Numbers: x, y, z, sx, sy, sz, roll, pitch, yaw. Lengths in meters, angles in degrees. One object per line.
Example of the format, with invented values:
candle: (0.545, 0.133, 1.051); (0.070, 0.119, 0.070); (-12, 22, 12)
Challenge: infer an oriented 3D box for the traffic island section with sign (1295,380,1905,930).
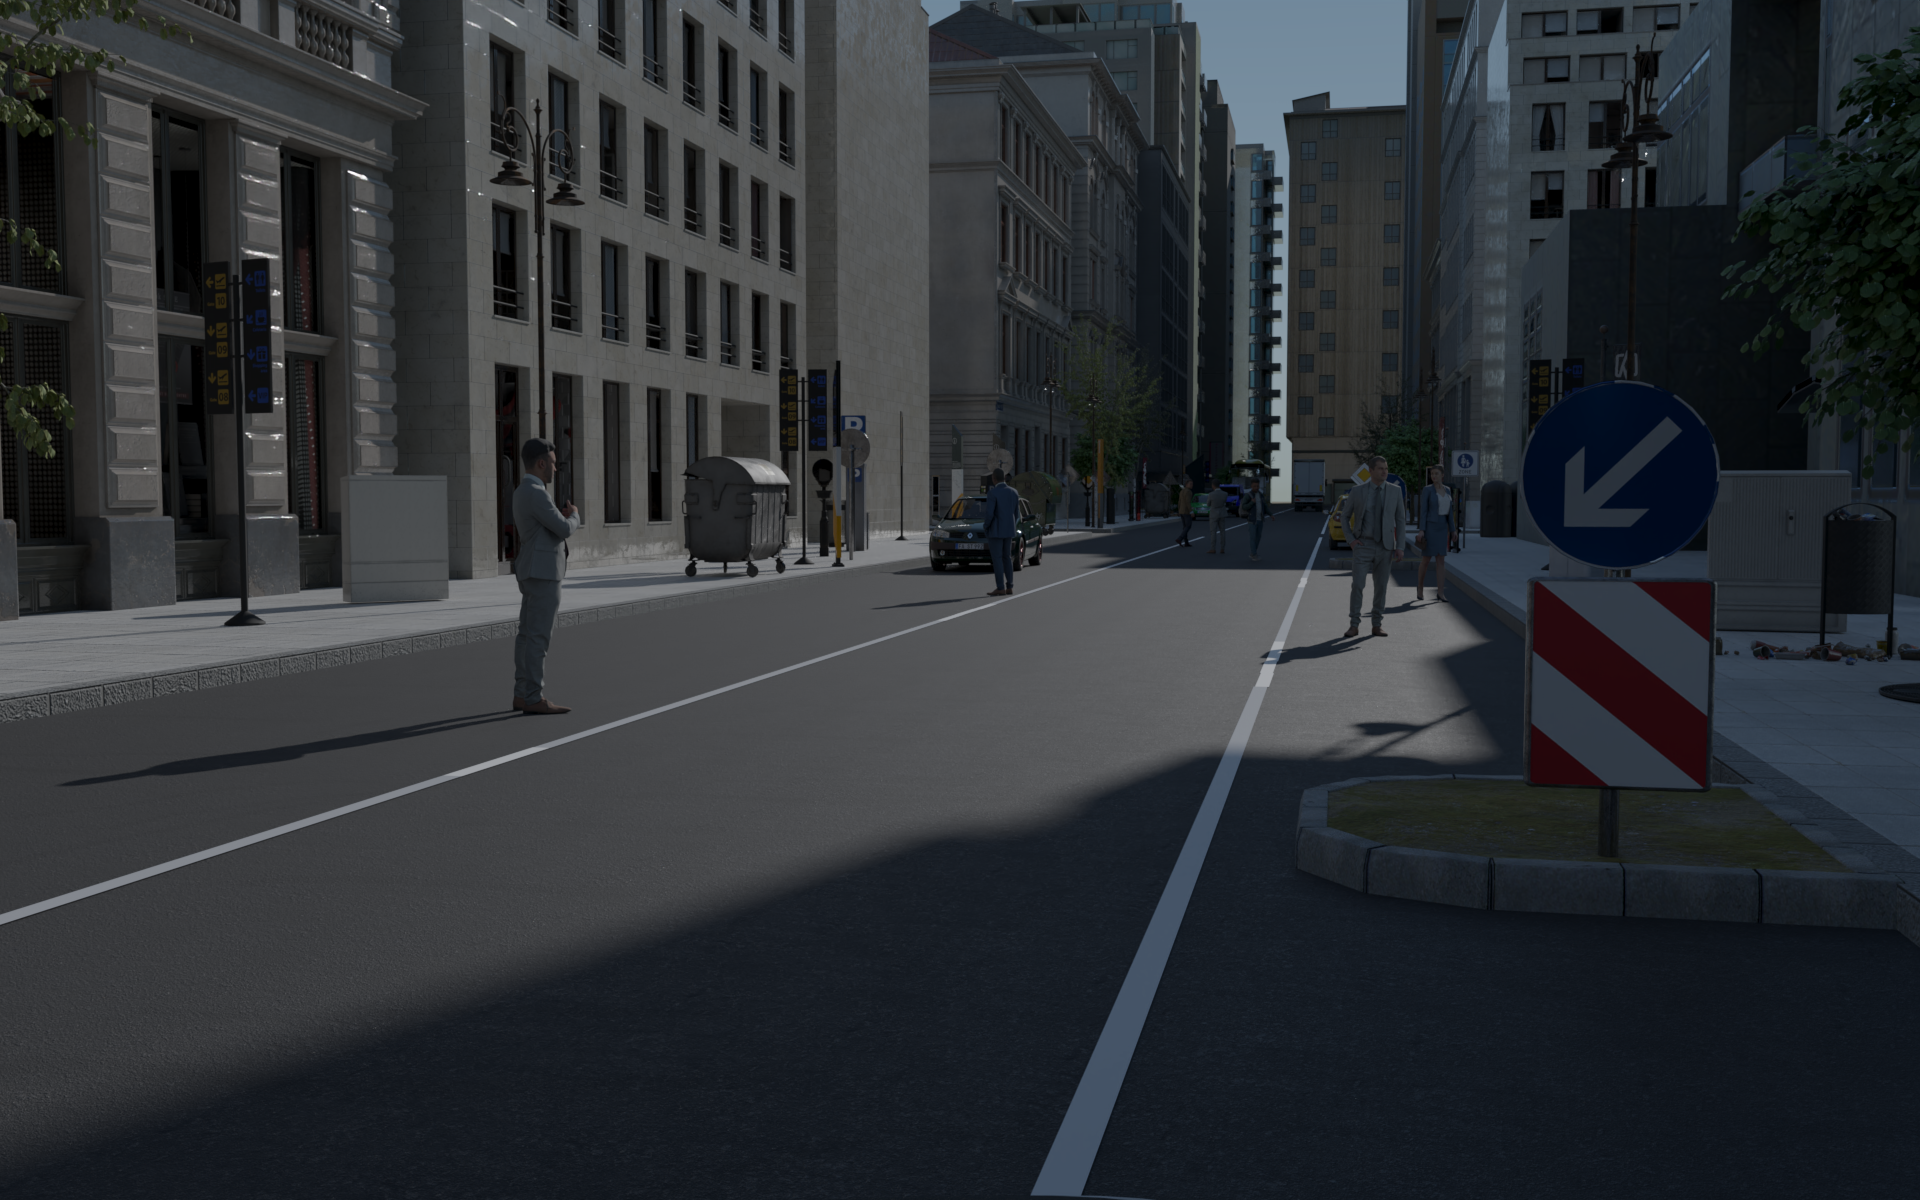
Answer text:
traffic island section with sign: (2.352, 0.111, 6.821); (1.989, 1.847, 2.006); (1, 4, 12)

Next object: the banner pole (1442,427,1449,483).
banner pole: (17.980, -4.541, 64.259); (0.401, 3.779, 0.863); (2, 4, 33)

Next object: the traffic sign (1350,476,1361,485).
traffic sign: (14.598, -3.635, 63.075); (0.795, 2.450, 0.064); (1, 4, 12)

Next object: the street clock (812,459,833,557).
street clock: (-2.791, -1.896, 35.563); (0.471, 2.002, 0.358); (0, 4, -1)

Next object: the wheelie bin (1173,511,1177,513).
wheelie bin: (14.604, -6.713, 117.658); (0.980, 1.594, 0.693); (1, 4, 23)

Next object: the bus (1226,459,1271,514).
bus: (21.057, -8.199, 125.593); (2.896, 3.916, 12.252); (1, 4, 12)

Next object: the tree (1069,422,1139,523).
tree: (6.295, -5.665, 76.341); (4.285, 4.588, 4.351); (0, 3, 0)

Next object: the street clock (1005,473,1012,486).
street clock: (1.432, -3.157, 56.181); (0.471, 2.002, 0.358); (-2, 4, -34)

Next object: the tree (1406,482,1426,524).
tree: (19.735, -4.915, 74.966); (1.663, 3.219, 1.824); (0, 3, 0)

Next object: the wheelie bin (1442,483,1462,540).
wheelie bin: (13.474, -2.473, 48.348); (0.980, 1.594, 0.693); (-1, 4, -11)

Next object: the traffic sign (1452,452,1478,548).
traffic sign: (11.901, -2.368, 40.844); (0.606, 2.300, 0.079); (1, 4, 17)

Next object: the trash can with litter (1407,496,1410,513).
trash can with litter: (30.418, -6.416, 116.280); (0.624, 1.170, 1.055); (3, 4, 36)

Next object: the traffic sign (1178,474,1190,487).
traffic sign: (14.038, -6.644, 108.727); (0.768, 2.556, 0.104); (1, 4, 21)

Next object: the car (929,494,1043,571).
car: (0.545, -1.455, 33.573); (2.009, 1.686, 4.222); (1, 4, 10)

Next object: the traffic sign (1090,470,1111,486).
traffic sign: (5.277, -3.760, 65.123); (0.795, 2.450, 0.064); (1, 4, 12)

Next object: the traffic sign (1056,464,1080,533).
traffic sign: (3.574, -3.283, 57.321); (0.795, 2.450, 0.064); (1, 4, 12)

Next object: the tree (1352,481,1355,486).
tree: (21.155, -5.923, 80.548); (4.285, 4.588, 4.351); (0, 3, 0)

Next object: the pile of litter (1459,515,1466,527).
pile of litter: (19.213, -3.253, 67.153); (1.176, 0.858, 1.719); (-2, 4, -34)

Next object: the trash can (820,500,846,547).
trash can: (-3.038, -1.860, 42.067); (0.748, 1.137, 0.748); (0, 3, 0)

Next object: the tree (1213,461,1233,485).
tree: (26.480, -11.356, 169.380); (4.285, 4.588, 4.351); (0, 3, 0)

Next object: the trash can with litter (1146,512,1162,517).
trash can with litter: (10.800, -5.215, 96.645); (1.055, 1.170, 0.624); (2, 4, 24)

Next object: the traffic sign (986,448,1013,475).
traffic sign: (1.105, -2.953, 48.389); (0.768, 2.556, 0.104); (1, 4, 13)

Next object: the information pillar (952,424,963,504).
information pillar: (-0.092, -4.074, 57.963); (0.183, 3.616, 0.504); (-3, 5, -42)

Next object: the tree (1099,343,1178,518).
tree: (8.613, -8.252, 85.279); (4.360, 8.622, 3.978); (0, 3, 0)

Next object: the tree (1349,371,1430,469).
tree: (25.686, -9.318, 102.713); (4.360, 8.622, 3.978); (0, 3, 0)

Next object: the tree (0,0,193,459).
tree: (-6.901, -3.672, 10.396); (4.737, 8.622, 4.395); (0, 3, 0)

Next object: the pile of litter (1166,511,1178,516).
pile of litter: (12.146, -5.292, 100.492); (1.176, 0.858, 1.719); (2, 4, 24)

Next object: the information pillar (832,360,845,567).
information pillar: (-2.171, -2.400, 30.591); (0.183, 3.616, 0.504); (-1, 4, -11)

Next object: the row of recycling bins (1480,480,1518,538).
row of recycling bins: (17.122, -2.734, 51.812); (3.534, 1.692, 1.069); (-2, 4, -25)

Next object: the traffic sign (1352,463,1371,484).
traffic sign: (12.895, -3.158, 55.273); (0.795, 2.450, 0.064); (1, 4, 12)

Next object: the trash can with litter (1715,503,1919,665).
trash can with litter: (6.679, -0.165, 13.761); (2.233, 1.210, 1.678); (1, 4, 8)

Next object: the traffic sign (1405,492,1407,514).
traffic sign: (21.417, -5.080, 83.171); (0.768, 2.556, 0.104); (1, 4, 15)

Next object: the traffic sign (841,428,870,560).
traffic sign: (-2.115, -2.047, 33.581); (0.768, 2.556, 0.104); (1, 4, 18)

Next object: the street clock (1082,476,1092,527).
street clock: (5.039, -3.902, 68.368); (0.471, 2.002, 0.358); (0, 3, 0)

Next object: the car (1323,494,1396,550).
car: (10.591, -2.167, 45.647); (2.015, 1.641, 3.980); (1, 4, 11)

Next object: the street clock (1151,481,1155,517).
street clock: (10.926, -5.731, 98.269); (0.358, 2.002, 0.471); (0, 4, 5)

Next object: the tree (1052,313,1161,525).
tree: (5.806, -7.376, 70.955); (4.737, 8.622, 4.395); (0, 3, 0)

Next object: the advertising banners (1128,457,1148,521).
advertising banners: (8.416, -5.238, 81.823); (0.090, 3.025, 2.074); (2, 4, 31)

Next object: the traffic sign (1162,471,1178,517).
traffic sign: (11.609, -5.861, 95.830); (0.884, 2.594, 0.081); (1, 4, 16)

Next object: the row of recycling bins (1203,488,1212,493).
row of recycling bins: (17.653, -7.127, 123.643); (1.069, 1.692, 3.534); (1, 4, 15)

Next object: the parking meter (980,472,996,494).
parking meter: (0.746, -2.449, 45.748); (0.399, 1.863, 0.255); (-3, 5, -39)

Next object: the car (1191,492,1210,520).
car: (13.405, -5.238, 94.437); (1.959, 1.807, 4.718); (1, 4, 12)

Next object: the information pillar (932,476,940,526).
information pillar: (-0.970, -3.963, 69.286); (0.304, 2.012, 0.304); (0, 4, -1)

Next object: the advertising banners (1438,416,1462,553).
advertising banners: (10.831, -2.579, 38.348); (0.090, 3.025, 2.074); (0, 4, 3)

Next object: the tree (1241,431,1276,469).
tree: (34.375, -15.271, 200.047); (4.360, 8.622, 3.978); (0, 3, 0)

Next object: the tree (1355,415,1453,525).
tree: (18.680, -5.372, 71.547); (4.285, 4.588, 4.351); (0, 3, 0)

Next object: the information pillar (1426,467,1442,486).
information pillar: (12.661, -2.557, 46.301); (0.304, 2.012, 0.304); (-3, 5, -39)

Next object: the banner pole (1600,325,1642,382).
banner pole: (9.682, -2.176, 25.595); (0.401, 3.779, 0.863); (-2, 4, -35)

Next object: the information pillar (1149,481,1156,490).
information pillar: (11.021, -5.788, 99.130); (0.304, 2.012, 0.304); (0, 4, -6)

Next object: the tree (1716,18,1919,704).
tree: (6.521, -1.653, 10.748); (4.285, 4.588, 4.351); (0, 3, 0)

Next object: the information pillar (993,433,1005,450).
information pillar: (1.466, -4.545, 65.662); (0.504, 3.616, 0.183); (0, 4, 7)

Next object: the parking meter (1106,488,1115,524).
parking meter: (6.417, -3.994, 73.710); (0.372, 1.533, 0.369); (0, 3, 0)

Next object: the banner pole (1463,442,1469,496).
banner pole: (24.360, -5.712, 83.404); (0.401, 3.779, 0.863); (2, 4, 33)

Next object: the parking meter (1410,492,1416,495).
parking meter: (26.313, -5.636, 100.564); (0.372, 1.533, 0.369); (0, 3, 0)
